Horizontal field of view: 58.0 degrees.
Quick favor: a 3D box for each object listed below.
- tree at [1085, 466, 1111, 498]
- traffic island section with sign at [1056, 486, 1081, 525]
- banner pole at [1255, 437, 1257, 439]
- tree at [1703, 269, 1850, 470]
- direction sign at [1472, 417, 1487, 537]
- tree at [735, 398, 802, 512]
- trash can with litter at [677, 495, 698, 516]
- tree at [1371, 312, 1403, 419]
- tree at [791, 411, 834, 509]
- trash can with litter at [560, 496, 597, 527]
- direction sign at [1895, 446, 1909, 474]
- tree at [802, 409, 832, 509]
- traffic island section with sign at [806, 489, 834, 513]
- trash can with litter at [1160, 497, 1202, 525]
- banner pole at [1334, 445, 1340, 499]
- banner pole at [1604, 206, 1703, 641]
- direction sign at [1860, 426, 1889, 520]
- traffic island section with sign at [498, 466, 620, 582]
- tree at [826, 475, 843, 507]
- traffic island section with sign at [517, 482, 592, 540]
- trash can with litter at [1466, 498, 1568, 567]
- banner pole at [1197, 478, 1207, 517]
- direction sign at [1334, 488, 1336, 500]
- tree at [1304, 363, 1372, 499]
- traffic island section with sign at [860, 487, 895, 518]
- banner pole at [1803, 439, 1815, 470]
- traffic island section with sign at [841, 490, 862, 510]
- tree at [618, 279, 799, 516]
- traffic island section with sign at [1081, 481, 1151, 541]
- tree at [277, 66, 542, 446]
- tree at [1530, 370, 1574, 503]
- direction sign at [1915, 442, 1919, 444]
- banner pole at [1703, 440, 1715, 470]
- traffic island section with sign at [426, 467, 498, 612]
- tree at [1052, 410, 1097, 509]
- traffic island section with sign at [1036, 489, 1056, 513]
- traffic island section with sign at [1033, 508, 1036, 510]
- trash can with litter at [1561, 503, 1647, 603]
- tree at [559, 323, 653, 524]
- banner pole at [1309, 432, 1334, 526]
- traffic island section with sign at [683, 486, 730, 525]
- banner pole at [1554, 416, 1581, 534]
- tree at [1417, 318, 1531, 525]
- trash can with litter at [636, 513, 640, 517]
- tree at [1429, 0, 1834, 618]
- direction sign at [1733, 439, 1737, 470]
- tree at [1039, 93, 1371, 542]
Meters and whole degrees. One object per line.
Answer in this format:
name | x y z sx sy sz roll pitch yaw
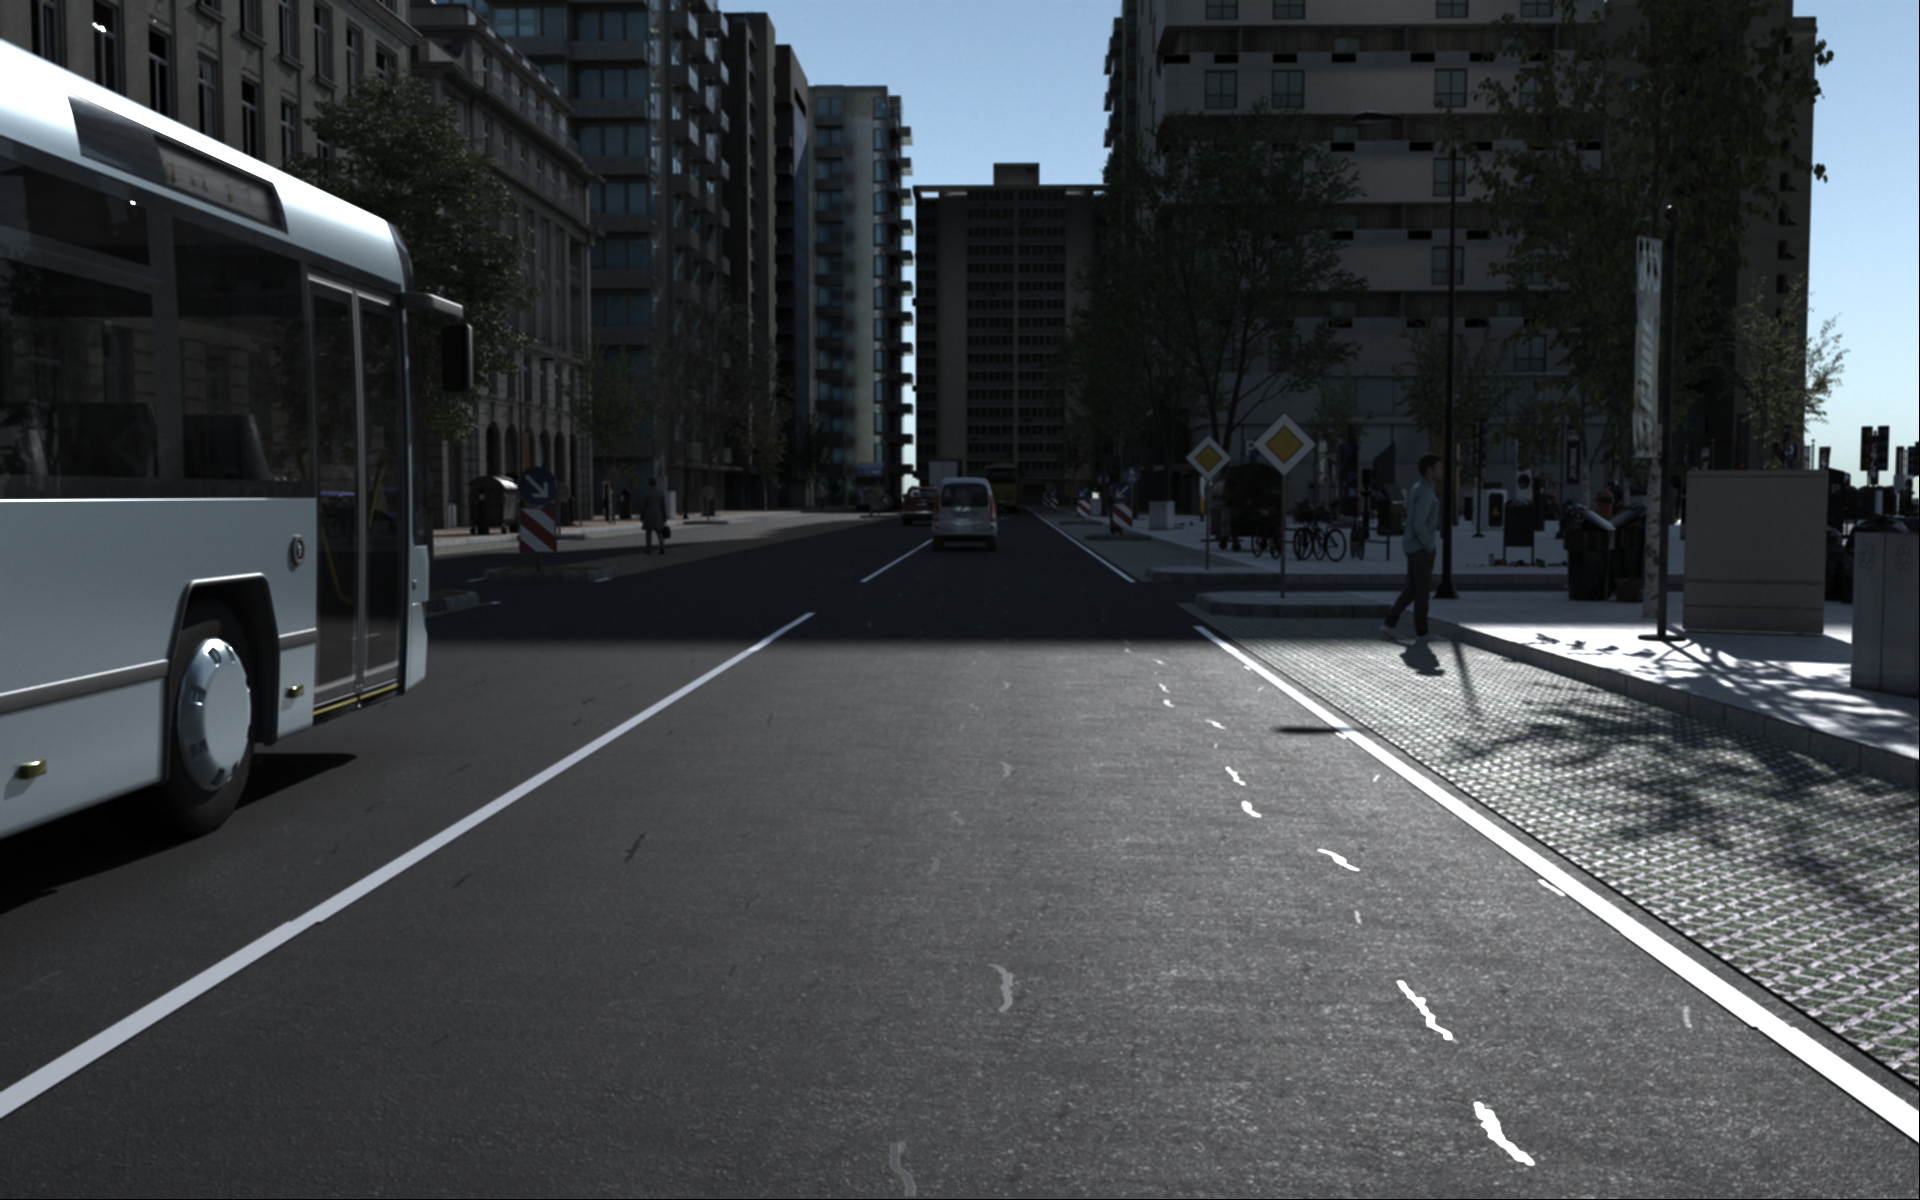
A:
tree | 10.072 -7.912 123.957 1.663 3.219 1.824 0 3 0
traffic island section with sign | 5.634 -4.430 81.050 1.989 1.847 2.006 0 4 2
banner pole | 12.888 -5.254 75.917 0.401 3.779 0.863 -1 4 -8
tree | 26.878 -6.538 57.258 4.360 8.622 3.978 0 3 0
direction sign | 15.444 -3.638 51.483 0.379 3.537 0.876 3 5 41
tree | -14.110 -10.687 125.087 4.360 8.622 3.978 0 3 0
trash can with litter | -16.353 -5.651 103.458 1.678 1.210 2.233 -1 4 -9
tree | 17.895 -6.972 64.360 4.737 8.622 4.395 0 3 0
tree | -12.881 -12.406 153.205 4.737 8.622 4.395 0 3 0
trash can with litter | -15.415 -3.537 68.891 1.678 1.210 2.233 -1 4 -20
direction sign | 44.916 -5.526 82.339 0.876 3.537 0.379 0 4 3
tree | -13.104 -12.103 148.254 4.360 8.622 3.978 0 3 0
traffic island section with sign | -10.584 -7.526 131.685 1.989 1.847 2.006 0 4 2
trash can with litter | 8.875 -3.674 71.135 2.233 1.210 1.678 0 4 -3
banner pole | 19.197 -6.023 88.499 0.401 3.779 0.863 -2 4 -28
banner pole | 6.016 -1.528 15.006 0.863 3.779 0.401 -3 5 -42
direction sign | 30.521 -4.028 57.852 0.379 3.537 0.876 -3 4 -39
traffic island section with sign | -6.974 -1.295 29.304 2.006 1.907 1.989 0 4 2
tree | -12.822 -11.264 178.769 1.663 3.219 1.824 0 3 0
traffic island section with sign | -12.680 -2.800 54.415 1.989 1.847 2.006 0 4 2
trash can with litter | 10.257 -1.198 30.650 2.233 1.210 1.678 2 4 34
banner pole | 13.686 -6.564 97.335 0.863 3.779 0.401 -2 4 -35
direction sign | 20.081 -6.160 92.720 0.379 3.537 0.876 0 4 4
tree | 21.198 -8.989 97.325 4.737 8.622 4.395 0 3 0
traffic island section with sign | -4.948 -5.889 104.416 2.006 1.907 1.989 0 4 2
banner pole | 38.737 -5.446 79.060 0.863 3.779 0.401 -2 4 -25
traffic island section with sign | -9.840 -9.210 159.204 1.989 1.847 2.006 0 4 2
tree | -14.339 -11.556 99.306 12.009 13.543 11.850 0 3 0
traffic island section with sign | 4.887 -2.771 53.931 1.989 1.847 2.006 0 4 2
tree | -14.909 -7.858 46.608 7.486 12.596 7.792 0 3 0
tree | 33.423 -9.208 100.909 4.360 8.622 3.978 0 3 0
direction sign | 41.518 -5.056 74.655 0.379 3.537 0.876 -1 4 -22
banner pole | 34.455 -5.491 79.799 0.401 3.779 0.863 -2 4 -30
traffic island section with sign | -7.184 -0.842 21.900 2.006 1.907 1.989 0 4 2
tree | 9.904 -12.313 151.673 4.737 8.622 4.395 0 3 0
traffic island section with sign | 6.978 -7.488 131.059 1.989 1.847 2.006 0 4 2
traffic island section with sign | 7.703 -9.136 158.004 1.989 1.847 2.006 0 4 2
trash can with litter | 7.831 -0.580 20.862 1.055 1.170 0.624 3 5 39
tree | -15.088 -7.590 74.455 4.737 8.622 4.395 0 3 0
banner pole | 14.508 -4.888 69.944 0.863 3.779 0.401 -2 4 -31
traffic island section with sign | -11.928 -4.480 81.883 1.989 1.847 2.006 0 4 2
banner pole | 19.580 -4.019 55.733 0.863 3.779 0.401 -1 4 -10
tree | 21.226 -7.447 72.114 4.360 8.622 3.978 0 3 0
trash can with litter | -17.166 -5.150 95.253 1.678 1.210 2.233 -3 5 -42
tree | 7.163 -4.134 17.954 4.737 8.622 4.395 0 3 0
direction sign | 32.277 -4.905 72.197 0.379 3.537 0.876 1 4 19
tree | 7.037 -7.378 46.382 9.928 11.665 9.643 0 3 0
